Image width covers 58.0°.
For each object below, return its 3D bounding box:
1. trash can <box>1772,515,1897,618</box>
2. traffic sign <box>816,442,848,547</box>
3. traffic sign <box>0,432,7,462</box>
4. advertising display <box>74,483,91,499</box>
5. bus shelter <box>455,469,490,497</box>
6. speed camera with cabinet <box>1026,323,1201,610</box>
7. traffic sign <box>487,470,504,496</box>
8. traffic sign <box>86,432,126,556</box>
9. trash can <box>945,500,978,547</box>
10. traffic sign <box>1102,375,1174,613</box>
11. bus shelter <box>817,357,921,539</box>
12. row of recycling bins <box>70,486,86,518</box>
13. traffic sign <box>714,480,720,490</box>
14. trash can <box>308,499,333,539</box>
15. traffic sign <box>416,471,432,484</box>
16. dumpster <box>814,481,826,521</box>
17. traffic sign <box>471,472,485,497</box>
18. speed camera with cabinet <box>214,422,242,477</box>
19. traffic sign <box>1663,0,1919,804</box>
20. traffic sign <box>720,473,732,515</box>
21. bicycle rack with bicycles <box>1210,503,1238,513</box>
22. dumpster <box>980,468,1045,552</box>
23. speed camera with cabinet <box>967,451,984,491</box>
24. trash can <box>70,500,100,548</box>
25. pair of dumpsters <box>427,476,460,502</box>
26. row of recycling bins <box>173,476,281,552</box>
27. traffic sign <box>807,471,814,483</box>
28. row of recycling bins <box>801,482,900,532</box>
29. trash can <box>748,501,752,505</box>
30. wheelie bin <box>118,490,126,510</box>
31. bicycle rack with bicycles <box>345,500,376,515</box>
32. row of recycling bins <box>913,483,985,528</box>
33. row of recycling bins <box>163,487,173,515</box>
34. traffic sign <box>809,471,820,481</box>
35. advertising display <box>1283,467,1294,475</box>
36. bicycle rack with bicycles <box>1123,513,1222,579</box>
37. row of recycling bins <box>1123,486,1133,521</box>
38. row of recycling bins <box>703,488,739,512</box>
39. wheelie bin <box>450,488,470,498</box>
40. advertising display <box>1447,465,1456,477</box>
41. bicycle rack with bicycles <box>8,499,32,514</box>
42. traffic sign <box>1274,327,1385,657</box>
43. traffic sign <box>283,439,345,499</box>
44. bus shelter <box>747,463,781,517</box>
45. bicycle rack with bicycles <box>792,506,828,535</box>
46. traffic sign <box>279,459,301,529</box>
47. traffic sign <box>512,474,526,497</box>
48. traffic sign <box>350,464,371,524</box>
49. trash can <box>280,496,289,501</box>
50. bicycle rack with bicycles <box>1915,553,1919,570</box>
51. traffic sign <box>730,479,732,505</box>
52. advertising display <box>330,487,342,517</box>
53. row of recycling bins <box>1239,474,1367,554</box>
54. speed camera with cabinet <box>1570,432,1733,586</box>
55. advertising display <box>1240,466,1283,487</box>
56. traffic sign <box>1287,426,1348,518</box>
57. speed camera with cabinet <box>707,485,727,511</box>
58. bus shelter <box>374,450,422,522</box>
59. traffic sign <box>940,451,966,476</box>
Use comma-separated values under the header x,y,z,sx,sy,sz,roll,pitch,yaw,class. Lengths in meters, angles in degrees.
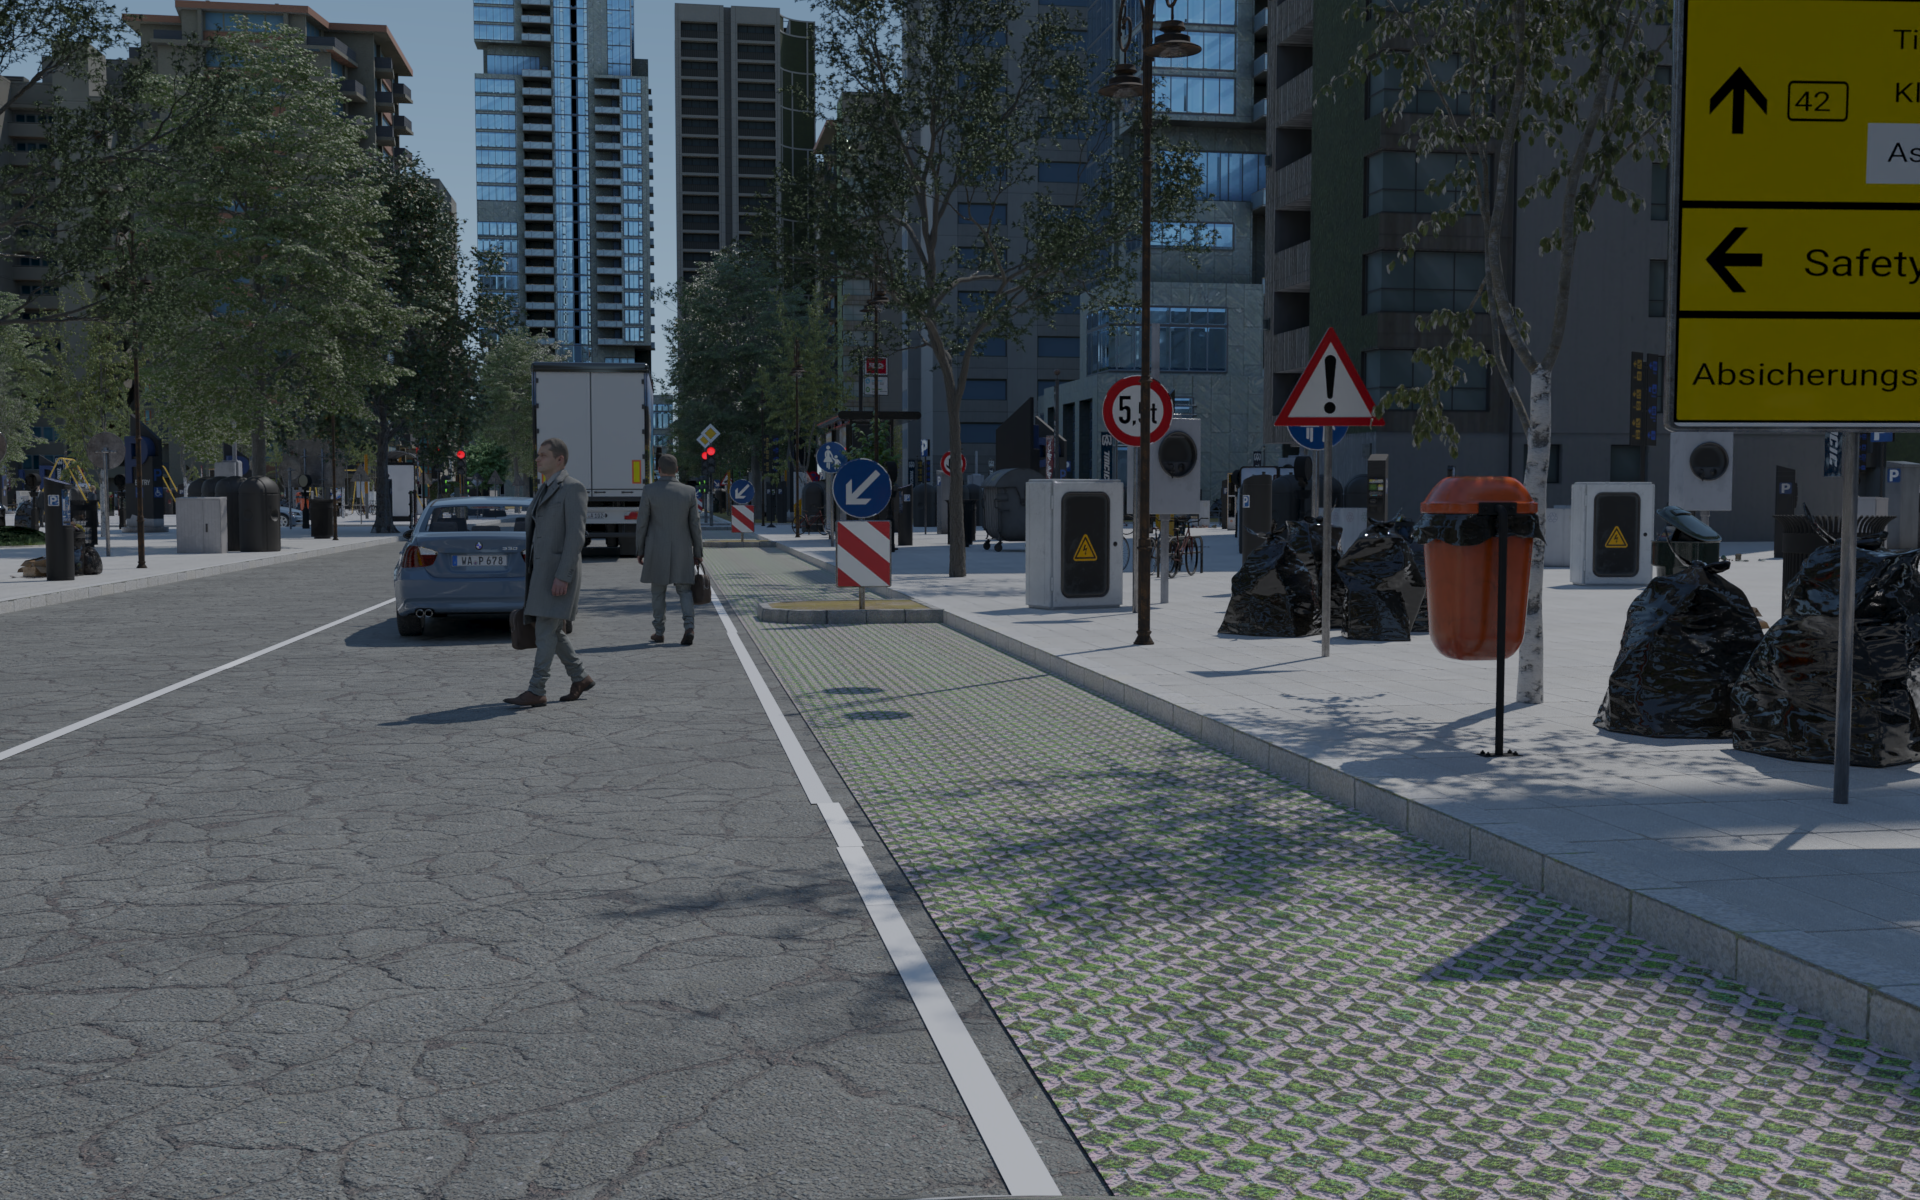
x,y,z,sx,sy,sz,roll,pitch,yaw,class
5.849,0.001,11.630,0.748,1.137,0.748,0,3,0,trash can
-3.116,-2.576,42.218,0.768,2.556,0.104,0,4,-5,traffic sign
-18.108,-1.963,32.208,0.768,2.556,0.104,0,4,-3,traffic sign
-49.497,-5.659,97.738,0.123,1.923,0.974,2,4,30,advertising display
-28.717,-6.821,102.802,1.731,3.624,6.357,-1,4,-10,bus shelter
1.758,-1.552,19.710,2.038,3.252,0.660,-2,4,-29,speed camera with cabinet
-24.734,-5.638,92.184,0.884,2.594,0.081,0,4,-2,traffic sign
-17.534,-2.170,35.580,0.768,2.556,0.104,0,4,-6,traffic sign
-0.001,-1.848,41.867,0.748,1.137,0.748,0,3,0,trash can
1.899,-1.131,18.604,0.768,2.556,0.104,0,4,-1,traffic sign
-2.716,-4.294,47.842,2.179,5.291,8.768,-1,4,-10,bus shelter
-48.764,-5.336,94.358,3.534,1.692,1.069,3,5,39,row of recycling bins
-21.212,-9.229,151.006,0.768,2.556,0.104,0,4,-3,traffic sign
-18.316,-2.328,49.710,0.748,1.137,0.748,0,3,0,trash can
-28.745,-5.681,92.893,0.884,2.594,0.081,0,3,0,traffic sign
-6.397,-4.413,77.908,1.264,1.857,1.865,-1,4,-10,dumpster
-25.395,-5.500,91.105,0.795,2.450,0.064,0,4,-3,traffic sign
-20.266,-3.309,48.438,0.660,3.252,2.038,0,4,-7,speed camera with cabinet
3.979,-0.809,7.101,2.265,3.308,0.079,0,4,-3,traffic sign
-14.144,-6.434,105.201,0.884,2.594,0.081,0,4,-2,traffic sign
11.317,-3.507,70.722,2.852,0.926,2.925,-1,4,-10,bicycle rack with bicycles
1.235,-2.036,39.050,1.264,1.857,1.865,-1,4,-10,dumpster
1.390,-5.237,79.956,2.038,3.252,0.660,-1,4,-12,speed camera with cabinet
-21.031,-1.829,41.551,0.748,1.137,0.748,0,3,0,trash can
-26.499,-5.314,89.376,1.574,2.255,4.437,-1,4,-10,pair of dumpsters
-16.585,-1.978,39.448,3.534,1.692,1.069,3,5,44,row of recycling bins
-8.288,-5.732,93.727,0.884,2.594,0.081,0,4,-1,traffic sign
-3.660,-3.139,58.439,3.534,1.692,1.069,1,4,12,row of recycling bins
-10.609,-4.747,89.272,0.748,1.137,0.748,0,3,0,trash can
-41.097,-4.748,85.538,0.980,1.594,0.693,0,4,5,wheelie bin
-36.163,-5.620,105.273,2.852,0.926,2.925,2,4,34,bicycle rack with bicycles
-0.415,-3.753,68.478,1.069,1.692,3.534,3,5,44,row of recycling bins
-49.414,-6.105,106.927,1.069,1.692,3.534,1,4,19,row of recycling bins
-8.239,-5.951,97.406,0.768,2.556,0.104,0,4,0,traffic sign
7.647,-2.173,40.743,0.974,1.923,0.123,-1,4,-11,advertising display
2.907,-0.881,27.788,2.852,0.926,2.925,2,4,31,bicycle rack with bicycles
7.333,-4.674,83.531,1.069,1.692,3.534,2,4,29,row of recycling bins
-19.224,-8.362,143.827,3.534,1.692,1.069,-2,4,-27,row of recycling bins
-24.482,-4.709,84.897,0.980,1.594,0.693,-1,4,-18,wheelie bin
11.200,-2.097,39.500,0.123,1.923,0.974,1,4,20,advertising display
-62.653,-6.206,114.854,2.925,0.926,2.852,1,4,8,bicycle rack with bicycles
2.886,-0.832,13.599,0.884,2.594,0.081,0,4,-4,traffic sign
-24.089,-4.324,64.578,2.265,3.308,0.079,0,4,-2,traffic sign
-10.826,-6.221,95.630,2.014,3.302,5.546,-1,4,-10,bus shelter
-3.465,-2.501,54.273,2.925,0.926,2.852,3,5,40,bicycle rack with bicycles
-24.331,-3.840,62.890,0.768,2.556,0.104,0,4,-7,traffic sign
-28.332,-6.802,111.209,0.884,2.594,0.081,0,4,-4,traffic sign
-25.606,-4.526,74.006,0.884,2.594,0.081,0,4,-4,traffic sign
-45.132,-6.362,115.664,0.748,1.137,0.748,0,3,0,trash can
12.848,-0.415,20.162,2.852,0.926,2.925,1,4,10,bicycle rack with bicycles
-15.000,-6.827,113.756,0.606,2.300,0.079,0,4,-2,traffic sign
-34.895,-5.609,96.917,0.974,1.923,0.123,2,4,31,advertising display
7.305,-1.788,36.343,1.069,1.692,3.534,-3,5,-42,row of recycling bins
9.678,-1.829,24.240,2.038,3.252,0.660,0,4,1,speed camera with cabinet
6.887,-2.117,39.833,0.974,1.923,0.123,3,4,36,advertising display
4.127,-1.223,20.105,0.768,2.556,0.104,0,4,-7,traffic sign
-18.031,-8.336,130.629,2.038,3.252,0.660,-1,4,-19,speed camera with cabinet
-26.568,-5.449,83.021,2.014,3.302,5.546,-1,4,-10,bus shelter
-0.198,-3.092,50.654,0.768,2.556,0.104,0,4,-8,traffic sign
